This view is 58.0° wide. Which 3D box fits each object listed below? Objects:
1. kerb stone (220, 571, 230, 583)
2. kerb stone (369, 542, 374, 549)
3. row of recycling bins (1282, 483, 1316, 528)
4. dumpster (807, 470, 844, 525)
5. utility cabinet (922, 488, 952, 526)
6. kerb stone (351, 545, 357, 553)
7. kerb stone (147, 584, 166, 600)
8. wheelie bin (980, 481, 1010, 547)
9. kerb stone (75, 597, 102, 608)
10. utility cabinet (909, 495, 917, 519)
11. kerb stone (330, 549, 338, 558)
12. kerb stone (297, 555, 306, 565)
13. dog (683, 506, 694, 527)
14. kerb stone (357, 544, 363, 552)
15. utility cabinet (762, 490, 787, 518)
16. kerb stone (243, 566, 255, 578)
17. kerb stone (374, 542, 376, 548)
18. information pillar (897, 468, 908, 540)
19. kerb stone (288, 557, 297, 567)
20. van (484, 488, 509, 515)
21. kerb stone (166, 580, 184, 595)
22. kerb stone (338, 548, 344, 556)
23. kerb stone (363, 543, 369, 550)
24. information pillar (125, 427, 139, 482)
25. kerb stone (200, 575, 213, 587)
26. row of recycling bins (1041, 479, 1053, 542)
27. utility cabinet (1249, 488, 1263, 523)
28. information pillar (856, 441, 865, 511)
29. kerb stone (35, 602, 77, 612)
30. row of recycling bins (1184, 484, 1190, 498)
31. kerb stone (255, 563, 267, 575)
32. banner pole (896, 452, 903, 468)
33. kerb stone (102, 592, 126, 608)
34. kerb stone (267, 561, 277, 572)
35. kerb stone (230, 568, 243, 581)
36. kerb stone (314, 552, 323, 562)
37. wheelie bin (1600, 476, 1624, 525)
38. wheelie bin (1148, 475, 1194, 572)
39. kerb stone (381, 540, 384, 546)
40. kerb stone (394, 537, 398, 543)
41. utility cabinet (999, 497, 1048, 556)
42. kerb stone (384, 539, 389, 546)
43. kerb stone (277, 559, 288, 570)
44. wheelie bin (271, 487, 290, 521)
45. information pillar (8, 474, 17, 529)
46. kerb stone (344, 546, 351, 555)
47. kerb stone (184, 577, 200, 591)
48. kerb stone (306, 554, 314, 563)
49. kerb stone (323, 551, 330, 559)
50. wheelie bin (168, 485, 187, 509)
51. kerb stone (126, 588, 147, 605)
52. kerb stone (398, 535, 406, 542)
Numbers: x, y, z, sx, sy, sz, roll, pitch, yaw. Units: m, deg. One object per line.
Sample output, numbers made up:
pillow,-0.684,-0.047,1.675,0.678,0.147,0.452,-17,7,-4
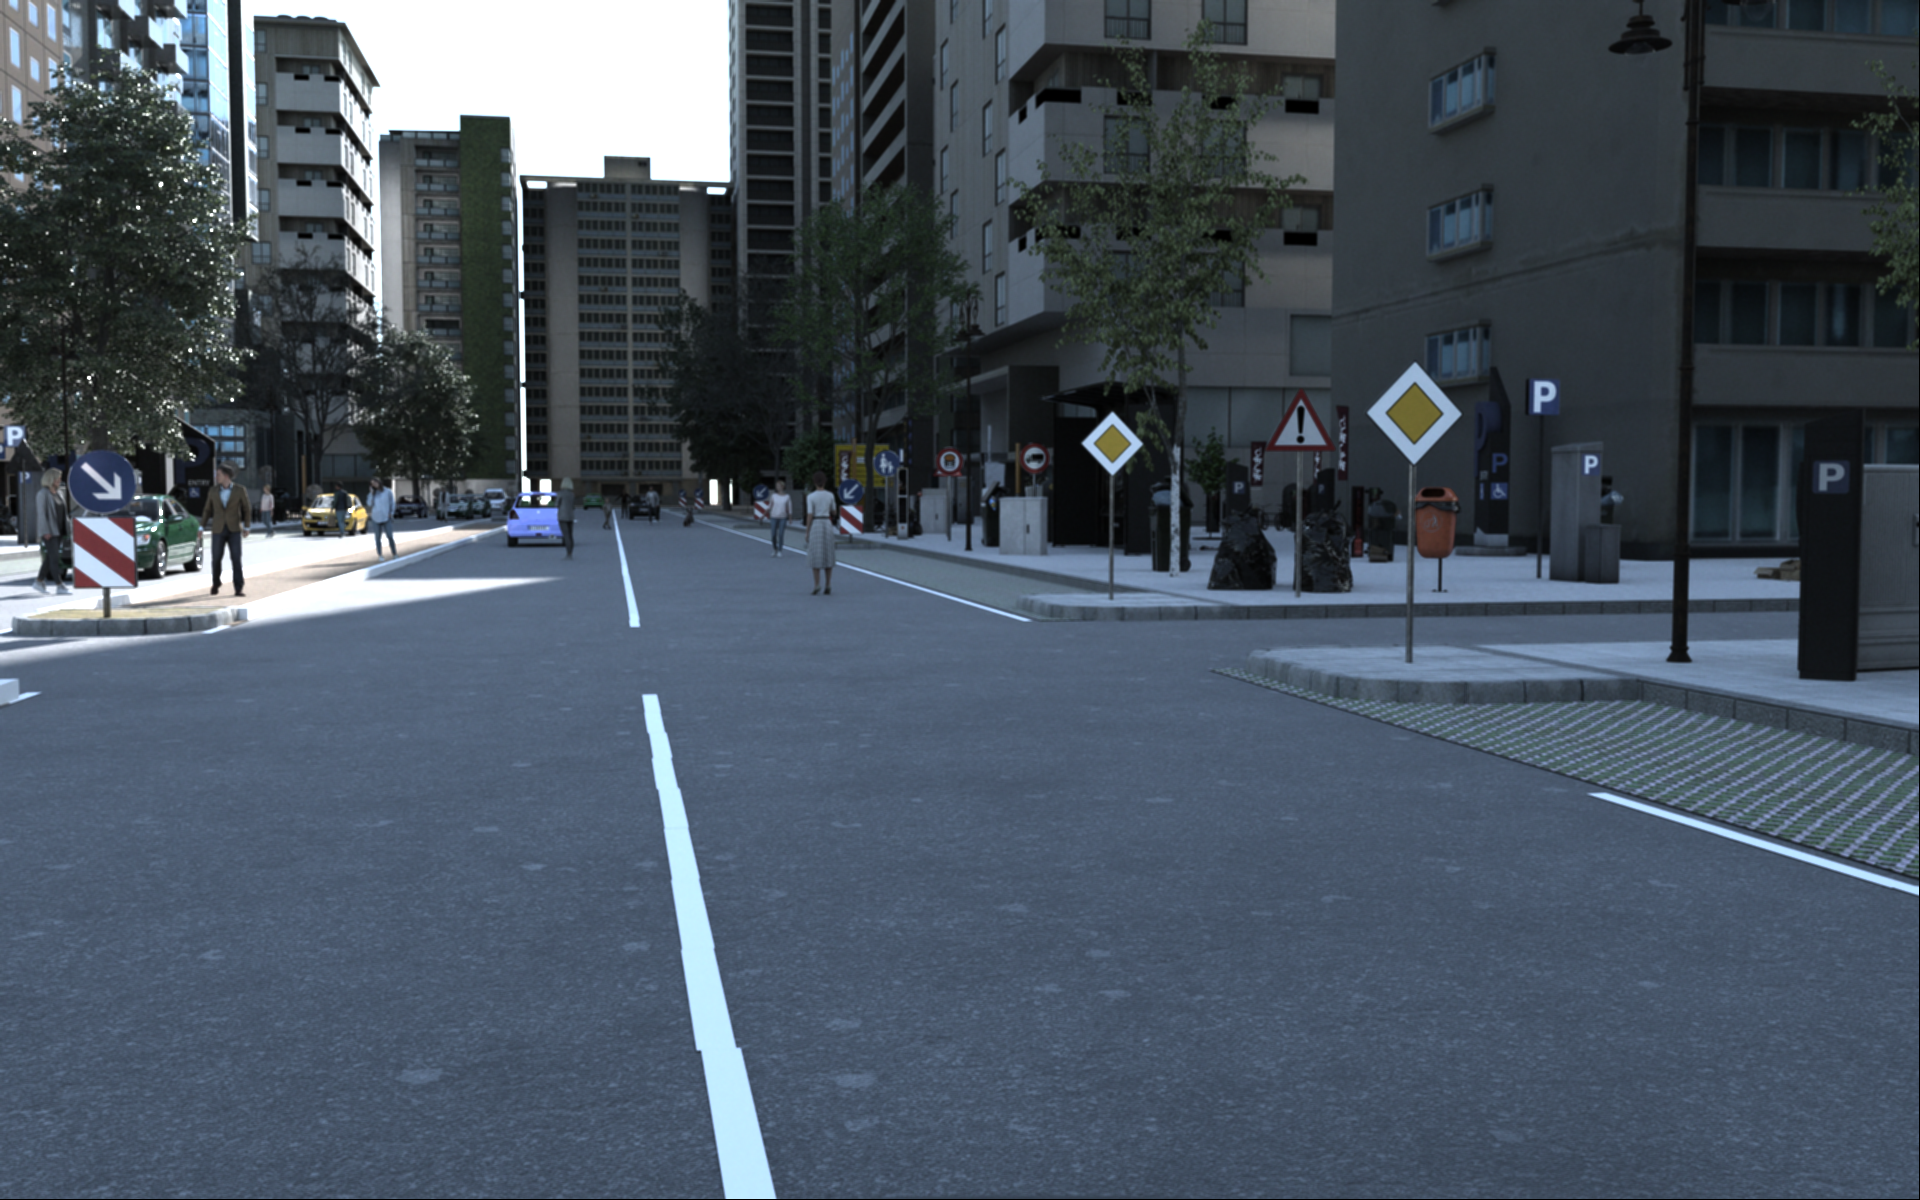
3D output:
kerb stone,-11.889,-0.329,27.680,0.120,0.150,1.000,-1,4,-11
kerb stone,-15.344,-1.374,44.777,0.120,0.150,1.000,-1,4,-11
row of recycling bins,14.069,-3.605,66.056,3.534,1.692,1.069,0,4,-6
dumpster,-5.500,-4.230,71.651,1.502,2.255,1.985,-1,4,-12
utility cabinet,-0.912,-3.645,68.273,1.173,1.500,0.318,0,3,0
kerb stone,-14.735,-1.193,41.767,0.120,0.150,1.000,-1,4,-11
kerb stone,-11.073,-0.090,23.662,0.120,0.150,1.000,-1,4,-11
wheelie bin,0.878,-2.109,42.393,0.693,1.594,0.980,-1,4,-11
kerb stone,-10.466,0.095,20.646,0.120,0.150,1.000,-1,4,-11
utility cabinet,-2.204,-4.755,88.899,0.306,1.237,1.020,2,4,33
kerb stone,-14.118,-1.007,38.740,0.120,0.150,1.000,-1,4,-11
kerb stone,-13.312,-0.767,34.730,0.120,0.150,1.000,-1,4,-11
dog,-11.971,-3.648,76.486,0.513,0.831,0.800,0,4,7
kerb stone,-14.935,-1.259,42.773,0.120,0.150,1.000,-1,4,-11
utility cabinet,-9.593,-4.893,88.673,1.173,1.500,0.318,1,4,9
kerb stone,-12.294,-0.458,29.691,0.120,0.150,1.000,-1,4,-11
kerb stone,-15.545,-1.442,45.779,0.120,0.150,1.000,-1,4,-11
information pillar,-1.618,-2.704,48.706,0.304,2.012,0.304,0,4,-5
kerb stone,-13.114,-0.705,33.720,0.120,0.150,1.000,-1,4,-11
van,-32.105,-6.875,119.425,2.013,2.044,4.112,-1,4,-13
kerb stone,-11.279,-0.151,24.668,0.120,0.150,1.000,-1,4,-11
kerb stone,-14.329,-1.073,39.743,0.120,0.150,1.000,-1,4,-11
kerb stone,-15.143,-1.320,43.774,0.120,0.150,1.000,-1,4,-11
information pillar,-27.329,-4.023,57.137,0.504,3.616,0.183,1,4,17
kerb stone,-11.695,-0.274,26.673,0.120,0.150,1.000,-1,4,-11
row of recycling bins,3.731,-2.370,45.862,3.534,1.692,1.069,1,4,22
utility cabinet,10.897,-3.491,65.760,1.173,1.500,0.318,-1,4,-14
information pillar,-4.239,-4.958,72.416,0.504,3.616,0.183,-1,4,-19
kerb stone,-10.264,0.159,19.642,0.120,0.150,1.000,-1,4,-11
row of recycling bins,6.332,-2.930,55.023,1.069,1.692,3.534,2,4,29
kerb stone,-12.495,-0.521,30.707,0.120,0.150,1.000,-1,4,-11
banner pole,-2.887,-6.087,89.543,0.863,3.779,0.401,0,4,-6
kerb stone,-10.666,0.033,21.649,0.120,0.150,1.000,-1,4,-11
kerb stone,-12.706,-0.582,31.712,0.120,0.150,1.000,-1,4,-11
kerb stone,-12.088,-0.396,28.690,0.120,0.150,1.000,-1,4,-11
kerb stone,-13.718,-0.889,36.734,0.120,0.150,1.000,-1,4,-11
wheelie bin,11.038,-1.361,30.158,0.980,1.594,0.693,1,4,9
wheelie bin,3.490,-1.278,28.798,0.693,1.594,0.980,0,4,-5
kerb stone,-15.760,-1.503,46.789,0.120,0.150,1.000,-1,4,-11
kerb stone,-16.365,-1.688,49.796,0.120,0.150,1.000,-1,4,-11
utility cabinet,1.328,-1.547,36.450,1.020,1.237,0.306,2,4,32
kerb stone,-15.949,-1.566,47.794,0.120,0.150,1.000,-1,4,-11
kerb stone,-12.905,-0.643,32.717,0.120,0.150,1.000,-1,4,-11
wheelie bin,-32.377,-4.556,82.401,0.980,1.594,0.693,-2,4,-28
information pillar,-35.218,-3.671,64.509,0.304,2.012,0.304,-1,4,-11
kerb stone,-14.532,-1.133,40.751,0.120,0.150,1.000,-1,4,-11
kerb stone,-11.488,-0.212,25.672,0.120,0.150,1.000,-1,4,-11
kerb stone,-13.520,-0.828,35.731,0.120,0.150,1.000,-1,4,-11
kerb stone,-13.922,-0.943,37.736,0.120,0.150,1.000,-1,4,-11
wheelie bin,-25.862,-3.013,57.170,0.693,1.594,0.980,-2,4,-28
kerb stone,-10.869,-0.028,22.651,0.120,0.150,1.000,-1,4,-11
kerb stone,-16.769,-1.812,51.820,0.120,0.150,1.000,-1,4,-11
